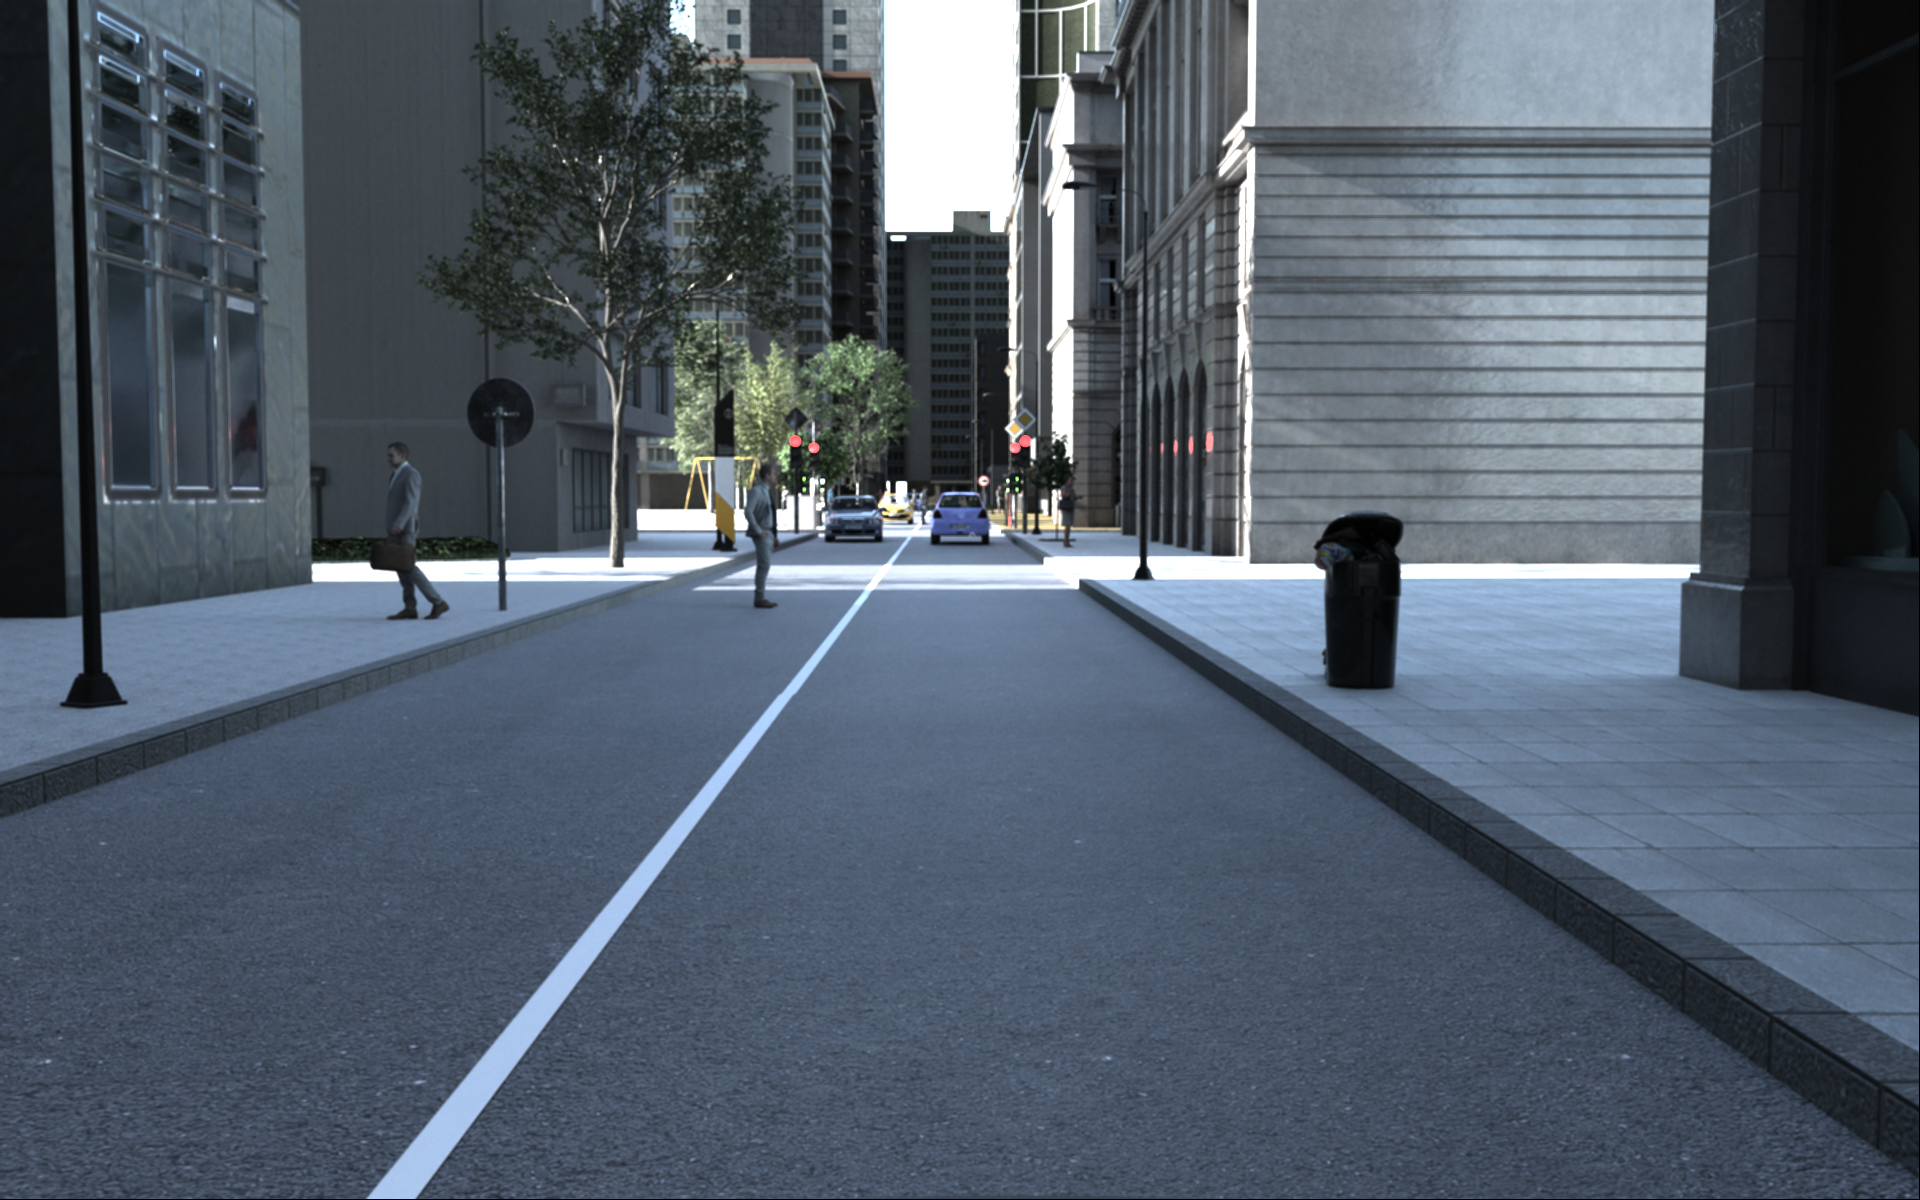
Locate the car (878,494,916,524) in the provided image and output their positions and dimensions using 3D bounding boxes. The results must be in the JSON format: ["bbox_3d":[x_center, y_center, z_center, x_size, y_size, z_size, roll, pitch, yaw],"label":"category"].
[{"bbox_3d":[-3.099,-4.454,83.046,2.015,1.641,3.980,0,4,0],"label":"car"}]

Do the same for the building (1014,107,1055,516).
[{"bbox_3d":[10.785,-17.140,99.301,14.314,24.678,30.058,0,4,-1],"label":"building"}]

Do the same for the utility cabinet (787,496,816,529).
[{"bbox_3d":[-5.775,-3.181,63.174,1.020,1.237,0.306,1,4,9],"label":"utility cabinet"}]

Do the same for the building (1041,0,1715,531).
[{"bbox_3d":[15.716,-14.013,70.916,24.055,21.916,13.314,0,4,-1],"label":"building"}]

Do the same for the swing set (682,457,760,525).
[{"bbox_3d":[-9.921,-4.703,74.520,3.119,2.851,2.862,1,4,17],"label":"swing set"}]

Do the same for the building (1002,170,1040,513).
[{"bbox_3d":[9.719,-20.152,126.740,12.463,27.353,25.104,0,4,-1],"label":"building"}]

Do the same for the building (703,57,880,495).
[{"bbox_3d":[-19.576,-31.947,176.964,22.147,44.769,28.867,0,4,-1],"label":"building"}]

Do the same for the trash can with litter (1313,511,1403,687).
[{"bbox_3d":[2.645,-0.025,11.793,0.624,1.170,1.055,0,4,3],"label":"trash can with litter"}]

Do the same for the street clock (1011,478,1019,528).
[{"bbox_3d":[2.058,-3.735,65.638,0.358,2.002,0.471,0,4,-4],"label":"street clock"}]

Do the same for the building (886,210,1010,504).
[{"bbox_3d":[1.559,-33.506,239.711,23.993,40.220,32.217,0,4,-1],"label":"building"}]

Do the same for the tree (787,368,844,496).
[{"bbox_3d":[-9.295,-9.165,100.213,4.360,8.622,3.978,0,3,0],"label":"tree"}]

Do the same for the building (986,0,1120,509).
[{"bbox_3d":[12.824,-43.519,149.784,20.563,71.187,20.611,0,4,-1],"label":"building"}]

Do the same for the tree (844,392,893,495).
[{"bbox_3d":[-7.181,-10.632,124.203,4.360,8.622,3.978,0,3,0],"label":"tree"}]

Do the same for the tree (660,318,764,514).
[{"bbox_3d":[-16.607,-11.883,112.414,7.486,12.596,7.792,0,3,0],"label":"tree"}]

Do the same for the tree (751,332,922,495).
[{"bbox_3d":[-6.505,-11.438,112.774,9.928,11.665,9.643,0,3,0],"label":"tree"}]

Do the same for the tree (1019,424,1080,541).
[{"bbox_3d":[2.698,-3.245,47.656,1.663,3.219,1.824,0,3,0],"label":"tree"}]

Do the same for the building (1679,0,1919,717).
[{"bbox_3d":[9.527,-9.749,10.301,10.553,20.767,40.483,0,4,-1],"label":"building"}]

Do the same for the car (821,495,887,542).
[{"bbox_3d":[-3.253,-2.535,53.450,2.014,1.417,4.499,0,4,-2],"label":"car"}]

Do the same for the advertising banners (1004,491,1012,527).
[{"bbox_3d":[1.973,-4.394,68.023,0.090,3.025,2.074,-1,4,-9],"label":"advertising banners"}]

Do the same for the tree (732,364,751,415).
[{"bbox_3d":[-14.008,-12.320,127.183,9.928,11.665,9.643,0,3,0],"label":"tree"}]

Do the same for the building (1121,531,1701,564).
[{"bbox_3d":[11.037,-12.275,42.491,13.314,21.916,24.055,0,4,-1],"label":"building"}]

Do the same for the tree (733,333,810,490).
[{"bbox_3d":[-8.993,-7.917,79.810,4.737,8.622,4.395,0,3,0],"label":"tree"}]

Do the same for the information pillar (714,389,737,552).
[{"bbox_3d":[-5.229,-2.887,38.561,0.504,3.616,0.183,-3,5,-43],"label":"information pillar"}]

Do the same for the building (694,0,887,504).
[{"bbox_3d":[-19.248,-46.757,202.729,20.611,71.187,20.563,0,4,-1],"label":"building"}]

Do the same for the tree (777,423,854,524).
[{"bbox_3d":[-6.314,-5.622,75.626,4.285,4.588,4.351,0,3,0],"label":"tree"}]

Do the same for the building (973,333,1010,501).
[{"bbox_3d":[15.524,-21.709,199.984,27.650,21.520,28.899,0,4,-1],"label":"building"}]

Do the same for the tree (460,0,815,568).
[{"bbox_3d":[-5.733,-5.855,30.142,7.601,10.594,8.767,-3,5,-44],"label":"tree"}]

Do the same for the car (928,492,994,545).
[{"bbox_3d":[0.014,-2.501,50.481,1.945,1.707,3.694,0,4,0],"label":"car"}]

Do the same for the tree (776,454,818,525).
[{"bbox_3d":[-6.915,-4.726,71.875,1.663,3.219,1.824,0,3,0],"label":"tree"}]

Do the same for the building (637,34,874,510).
[{"bbox_3d":[-23.871,-28.052,150.532,32.217,40.220,23.993,0,4,-1],"label":"building"}]

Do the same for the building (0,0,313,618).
[{"bbox_3d":[-18.329,-42.450,6.725,22.319,86.520,31.000,0,4,-1],"label":"building"}]

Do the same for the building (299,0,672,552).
[{"bbox_3d":[-14.892,-22.019,43.609,14.086,41.232,14.154,0,4,-1],"label":"building"}]

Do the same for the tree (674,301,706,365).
[{"bbox_3d":[-25.020,-16.825,130.973,12.611,20.169,13.585,0,3,0],"label":"tree"}]

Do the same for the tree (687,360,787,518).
[{"bbox_3d":[-12.054,-8.665,92.033,4.360,8.622,3.978,0,3,0],"label":"tree"}]
